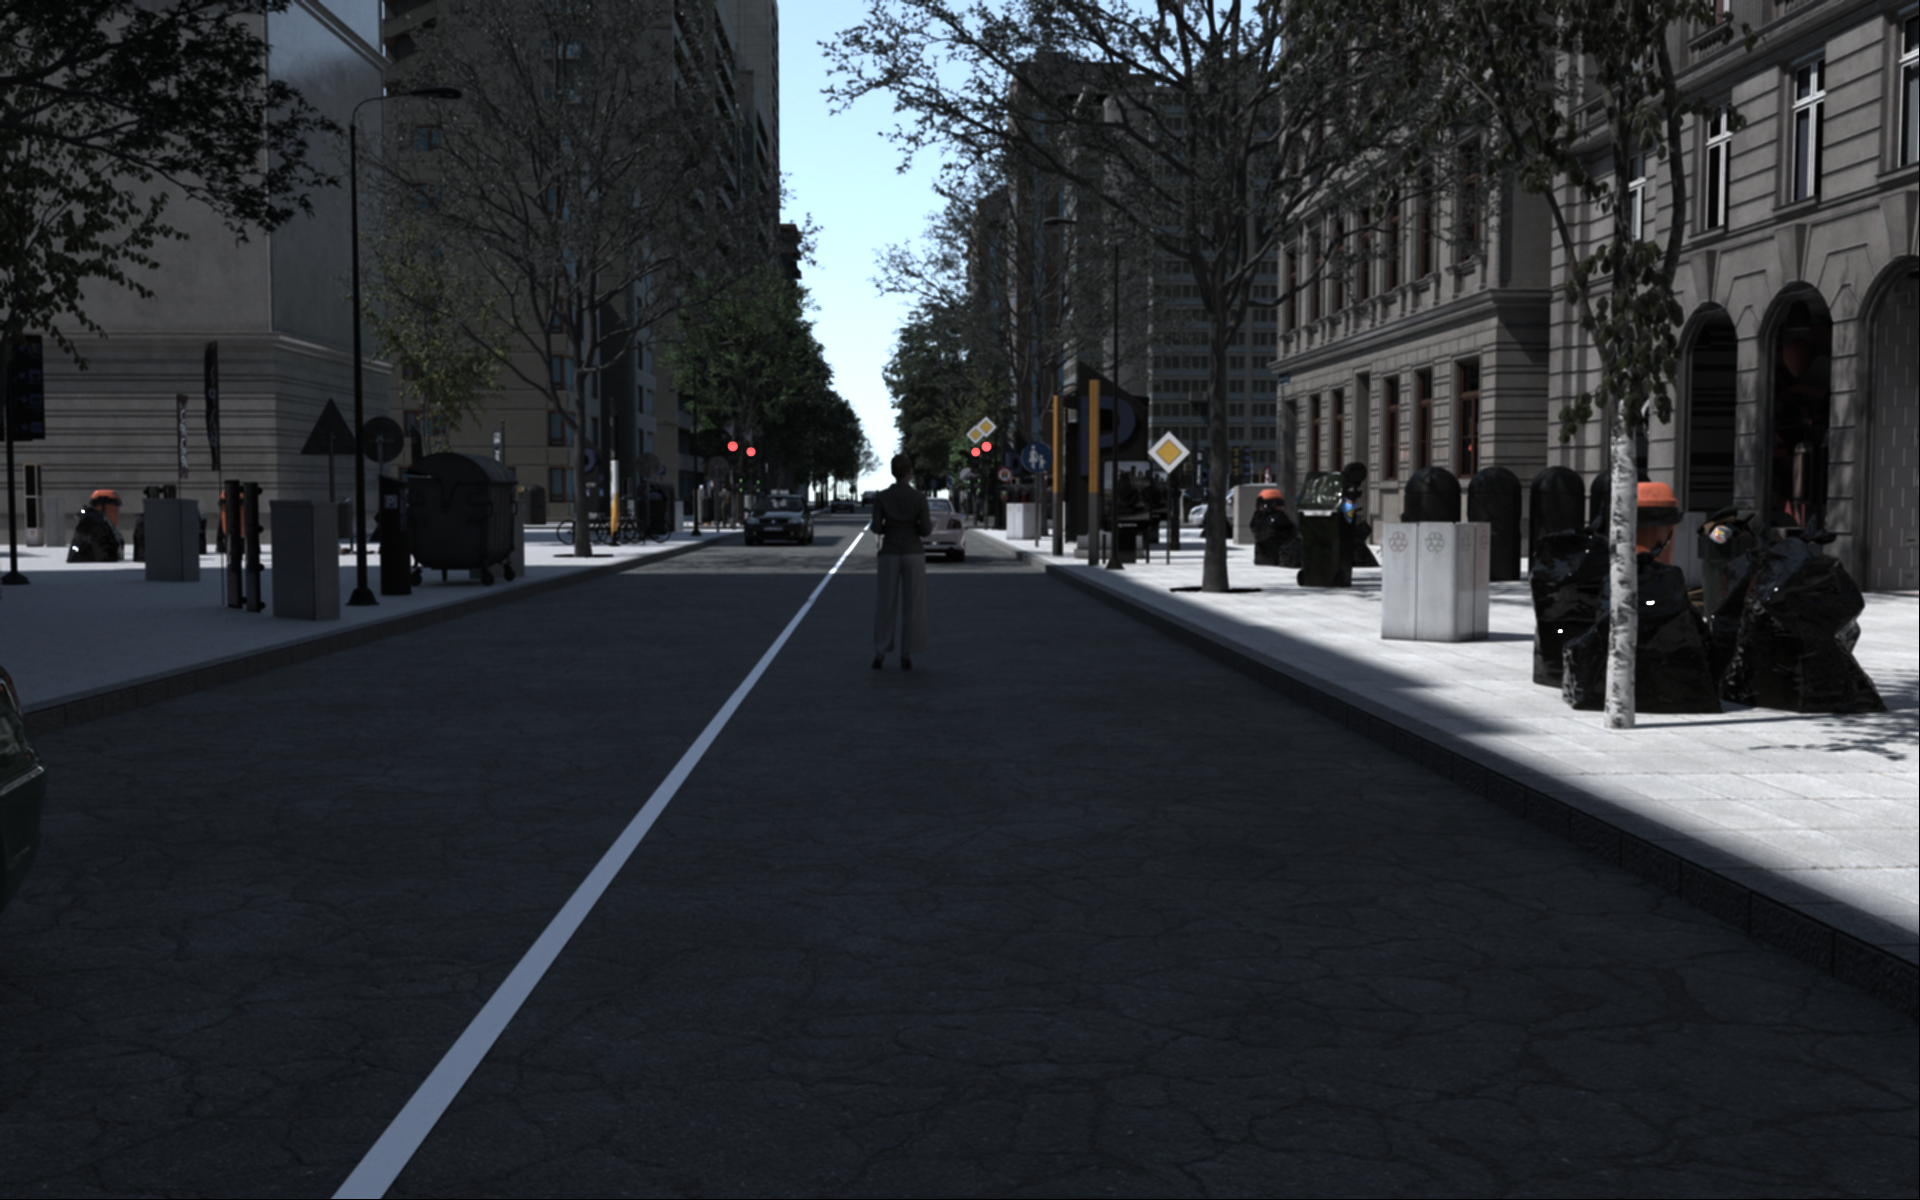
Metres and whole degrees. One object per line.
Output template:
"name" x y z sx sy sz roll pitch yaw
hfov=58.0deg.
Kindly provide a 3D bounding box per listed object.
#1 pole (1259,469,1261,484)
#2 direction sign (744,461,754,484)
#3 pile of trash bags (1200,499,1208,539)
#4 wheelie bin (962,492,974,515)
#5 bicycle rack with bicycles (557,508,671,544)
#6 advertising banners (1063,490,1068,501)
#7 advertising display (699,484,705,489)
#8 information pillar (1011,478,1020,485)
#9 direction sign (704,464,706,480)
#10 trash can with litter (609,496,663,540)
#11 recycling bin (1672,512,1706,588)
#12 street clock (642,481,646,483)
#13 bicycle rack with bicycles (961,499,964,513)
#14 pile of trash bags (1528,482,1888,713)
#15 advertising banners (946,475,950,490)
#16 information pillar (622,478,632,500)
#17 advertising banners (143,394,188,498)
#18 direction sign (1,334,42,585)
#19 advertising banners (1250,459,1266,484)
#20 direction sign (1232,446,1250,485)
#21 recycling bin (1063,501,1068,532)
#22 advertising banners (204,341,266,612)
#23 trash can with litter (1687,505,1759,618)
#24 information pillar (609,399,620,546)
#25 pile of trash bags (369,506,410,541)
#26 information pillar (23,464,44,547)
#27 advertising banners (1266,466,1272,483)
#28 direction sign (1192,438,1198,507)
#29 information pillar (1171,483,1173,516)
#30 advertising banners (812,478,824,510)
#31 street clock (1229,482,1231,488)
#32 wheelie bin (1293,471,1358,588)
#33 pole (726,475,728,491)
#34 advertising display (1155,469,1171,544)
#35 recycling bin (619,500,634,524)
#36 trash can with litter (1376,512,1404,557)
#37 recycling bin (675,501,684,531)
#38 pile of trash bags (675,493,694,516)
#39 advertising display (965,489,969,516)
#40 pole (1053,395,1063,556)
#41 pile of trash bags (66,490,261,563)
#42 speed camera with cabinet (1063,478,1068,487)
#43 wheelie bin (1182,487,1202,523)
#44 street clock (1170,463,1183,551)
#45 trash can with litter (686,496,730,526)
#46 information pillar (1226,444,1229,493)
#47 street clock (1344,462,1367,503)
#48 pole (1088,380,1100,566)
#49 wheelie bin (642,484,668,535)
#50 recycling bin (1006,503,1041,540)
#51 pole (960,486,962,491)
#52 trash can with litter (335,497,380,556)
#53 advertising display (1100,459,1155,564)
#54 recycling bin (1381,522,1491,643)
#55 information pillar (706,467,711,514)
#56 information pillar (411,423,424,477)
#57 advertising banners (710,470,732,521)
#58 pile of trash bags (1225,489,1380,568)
"pole" 23.982 -8.843 138.427 0.158 3.312 0.155 0 3 0
"direction sign" -12.071 -6.562 99.291 0.876 3.537 0.379 0 4 -4
"pile of trash bags" 7.918 -2.439 49.627 1.912 1.369 3.447 0 4 4
"wheelie bin" 0.560 -6.061 107.006 0.693 1.594 0.980 2 4 25
"bicycle rack with bicycles" -9.047 -1.955 45.352 2.925 0.926 2.852 -1 4 -12
"advertising banners" 4.178 -3.948 60.740 2.074 3.025 0.090 -2 4 -30
"advertising display" -17.010 -6.667 114.226 0.123 1.923 0.974 -1 4 -23
"information pillar" 2.484 -4.493 77.952 0.304 2.012 0.304 2 4 27
"direction sign" -16.071 -7.210 109.885 0.379 3.537 0.876 -2 4 -27
"trash can with litter" -9.221 -2.322 49.017 1.678 1.210 2.233 1 4 17
"recycling bin" 9.734 -0.690 23.839 0.722 1.027 0.722 -2 4 -28
"street clock" -16.845 -5.414 93.091 0.471 2.002 0.358 2 4 32
"bicycle rack with bicycles" 0.457 -6.224 115.149 2.925 0.926 2.852 0 4 7
"pile of trash bags" 4.815 -0.116 11.648 1.912 1.369 3.447 1 4 12
"advertising banners" -0.421 -7.576 120.056 0.090 3.025 2.074 2 4 34
"information pillar" -15.486 -4.655 80.600 0.304 2.012 0.304 1 4 20
"advertising banners" -13.582 -2.051 29.729 0.090 3.025 2.074 0 4 -5
"direction sign" -13.443 -1.990 24.533 0.876 3.537 0.379 -2 4 -30
"advertising banners" 14.846 -5.543 86.815 0.090 3.025 2.074 2 4 28
"direction sign" 13.200 -5.470 81.438 0.876 3.537 0.379 2 4 24
"recycling bin" 3.984 -2.871 59.493 0.722 1.027 0.722 2 4 23
"advertising banners" -8.168 -1.422 19.442 0.090 3.025 2.074 -3 4 -37
"trash can with litter" 7.776 -0.404 17.999 0.624 1.170 1.055 -1 4 -15
"information pillar" -8.476 -3.126 42.470 0.183 3.616 0.504 -2 4 -25
"pile of trash bags" -14.345 -2.266 46.805 3.447 1.369 1.912 2 4 34
"information pillar" -22.549 -2.304 42.162 0.304 2.012 0.304 0 4 -6
"advertising banners" 18.714 -6.895 108.920 0.090 3.025 2.074 -3 5 -41
"direction sign" 9.593 -4.816 70.736 0.379 3.537 0.876 1 4 20
"information pillar" 10.296 -4.944 85.323 0.304 2.012 0.304 -1 4 -16
"advertising banners" -11.662 -8.929 142.170 0.090 3.025 2.074 -2 4 -31
"street clock" 14.846 -5.635 96.694 0.471 2.002 0.358 -1 4 -8
"wheelie bin" 5.069 -0.984 23.995 0.980 1.594 0.693 3 4 38
"pole" -19.358 -9.188 144.066 0.158 3.312 0.155 0 3 0
"advertising display" 4.980 -2.428 44.905 0.974 1.923 0.123 0 4 -1
"recycling bin" -14.510 -3.816 74.952 0.722 1.027 0.722 -1 4 -19
"trash can with litter" 9.022 -1.460 35.255 1.055 1.170 0.624 2 4 25
"recycling bin" -10.130 -2.942 60.651 0.722 1.027 0.722 1 4 11
"pile of trash bags" -16.659 -5.807 104.704 1.912 1.369 3.447 1 4 15
"advertising display" 0.390 -6.000 103.306 0.123 1.923 0.974 0 4 -7
"pole" 2.031 -2.571 35.874 0.158 3.312 0.155 0 3 0
"pile of trash bags" -15.294 -1.433 33.177 3.447 1.369 1.912 0 4 -3
"speed camera with cabinet" 5.410 -6.360 98.313 2.038 3.252 0.660 -3 5 -43
"wheelie bin" 10.377 -4.276 77.828 0.980 1.594 0.693 -3 4 -36
"street clock" 4.862 -2.116 39.163 0.358 2.002 0.471 2 4 24
"trash can with litter" -10.439 -3.788 72.985 2.233 1.210 1.678 0 4 -1
"information pillar" 10.646 -4.804 69.892 0.504 3.616 0.183 -3 4 -36
"street clock" 9.023 -2.141 39.576 0.471 2.002 0.358 -1 4 -20
"pole" 2.402 -2.273 31.013 0.158 3.312 0.155 0 3 0
"wheelie bin" -9.584 -2.843 54.395 0.693 1.594 0.980 -2 4 -34
"recycling bin" 1.796 -2.222 48.887 0.722 1.027 0.722 -3 5 -41
"pole" 0.073 -8.379 130.842 0.158 3.312 0.155 0 3 0
"trash can with litter" -12.863 -1.594 37.126 1.678 1.210 2.233 2 4 29
"advertising display" 3.058 -1.631 31.887 0.974 1.923 0.123 -1 4 -14
"recycling bin" 4.215 -0.171 15.345 0.722 1.027 0.722 3 5 41
"information pillar" -13.981 -6.419 96.301 0.183 3.616 0.504 1 4 15
"information pillar" -17.838 -4.013 56.973 0.504 3.616 0.183 2 4 29
"advertising banners" -11.280 -5.283 82.572 0.090 3.025 2.074 2 4 26
"pile of trash bags" 6.173 -1.332 31.537 1.912 1.369 3.447 -1 4 -13
